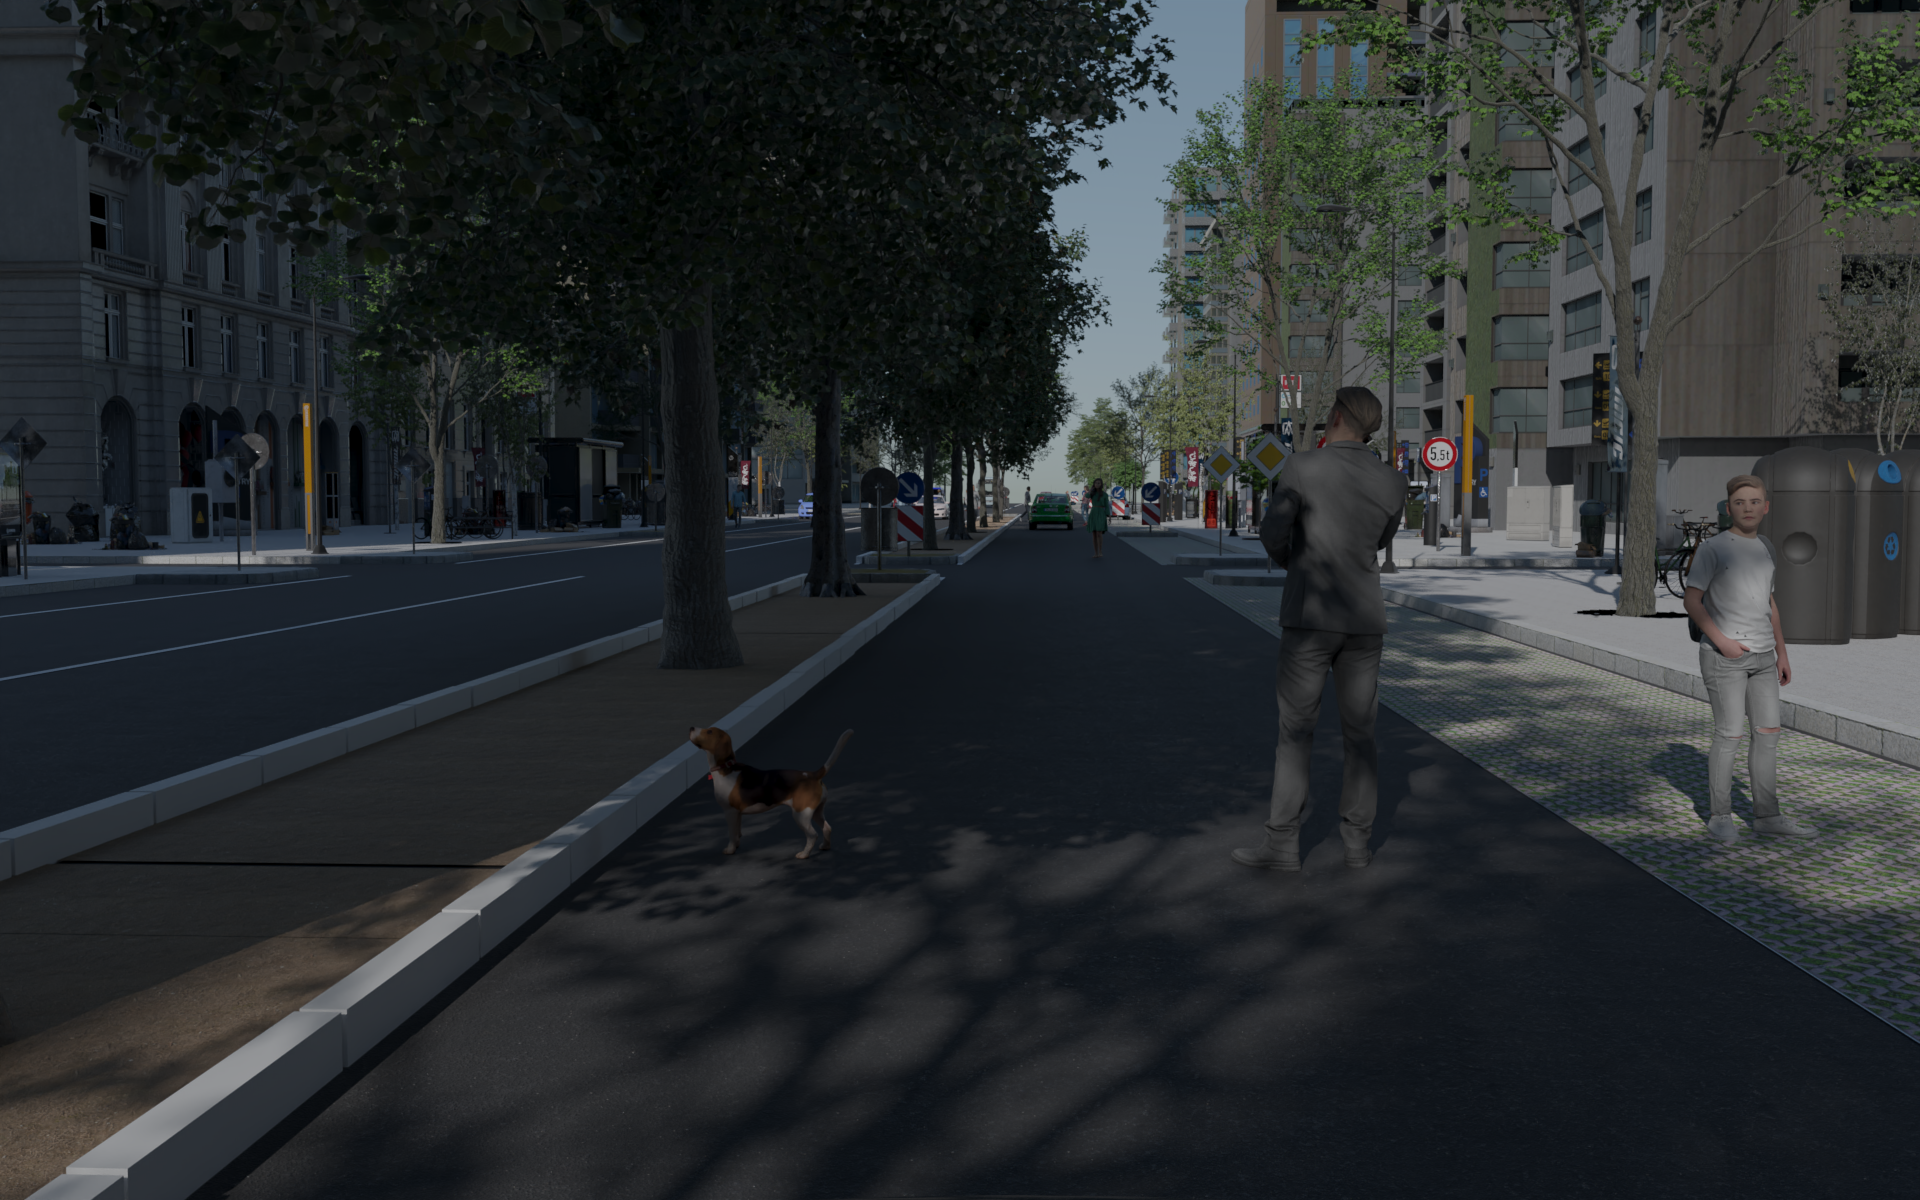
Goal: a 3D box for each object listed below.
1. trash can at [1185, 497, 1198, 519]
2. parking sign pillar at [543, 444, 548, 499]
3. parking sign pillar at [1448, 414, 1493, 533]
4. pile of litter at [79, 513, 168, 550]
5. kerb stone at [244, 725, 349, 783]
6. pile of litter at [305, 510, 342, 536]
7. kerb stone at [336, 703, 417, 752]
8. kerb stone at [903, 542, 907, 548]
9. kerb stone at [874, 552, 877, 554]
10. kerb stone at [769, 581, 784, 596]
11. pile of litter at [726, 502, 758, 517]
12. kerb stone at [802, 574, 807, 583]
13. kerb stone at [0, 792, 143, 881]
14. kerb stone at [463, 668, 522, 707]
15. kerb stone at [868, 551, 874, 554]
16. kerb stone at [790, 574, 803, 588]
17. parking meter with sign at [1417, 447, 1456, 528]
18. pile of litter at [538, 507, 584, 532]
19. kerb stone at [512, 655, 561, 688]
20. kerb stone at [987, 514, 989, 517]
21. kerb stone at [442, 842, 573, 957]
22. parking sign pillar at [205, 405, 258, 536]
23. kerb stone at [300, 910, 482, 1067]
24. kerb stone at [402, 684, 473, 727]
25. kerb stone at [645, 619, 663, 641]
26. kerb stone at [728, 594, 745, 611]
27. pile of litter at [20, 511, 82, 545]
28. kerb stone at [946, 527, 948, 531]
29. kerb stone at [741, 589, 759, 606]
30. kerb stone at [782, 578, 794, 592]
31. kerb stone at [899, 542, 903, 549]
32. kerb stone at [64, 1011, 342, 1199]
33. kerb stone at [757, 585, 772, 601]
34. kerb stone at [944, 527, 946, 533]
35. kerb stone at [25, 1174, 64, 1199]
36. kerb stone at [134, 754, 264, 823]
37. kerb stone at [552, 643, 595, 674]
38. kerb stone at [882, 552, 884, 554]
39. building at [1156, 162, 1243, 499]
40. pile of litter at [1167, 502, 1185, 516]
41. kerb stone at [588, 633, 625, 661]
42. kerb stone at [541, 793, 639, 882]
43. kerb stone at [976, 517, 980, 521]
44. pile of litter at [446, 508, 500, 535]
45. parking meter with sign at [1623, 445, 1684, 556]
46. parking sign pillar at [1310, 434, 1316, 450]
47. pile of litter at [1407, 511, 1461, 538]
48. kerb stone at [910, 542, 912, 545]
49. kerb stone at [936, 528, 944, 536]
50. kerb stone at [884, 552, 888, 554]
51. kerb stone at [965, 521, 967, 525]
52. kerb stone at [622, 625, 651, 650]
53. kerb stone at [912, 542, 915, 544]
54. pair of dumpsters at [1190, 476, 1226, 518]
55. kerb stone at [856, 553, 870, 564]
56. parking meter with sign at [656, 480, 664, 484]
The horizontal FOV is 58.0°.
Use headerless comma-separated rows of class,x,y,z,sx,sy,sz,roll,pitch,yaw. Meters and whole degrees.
trash can,12.076,-4.815,90.376,0.748,1.137,0.748,0,3,0
parking sign pillar,-21.204,-6.259,90.813,1.447,3.967,1.447,3,4,38
parking sign pillar,17.077,-4.243,57.839,1.447,3.967,1.447,-1,4,-22
pile of litter,-19.213,-1.597,40.073,1.719,0.858,1.176,2,4,24
kerb stone,-3.454,0.807,9.006,0.120,0.150,1.000,0,4,3
pile of litter,-19.966,-2.464,54.259,1.176,0.858,1.719,0,4,-1
kerb stone,-3.404,0.747,10.039,0.120,0.150,1.000,0,4,3
kerb stone,-1.521,-1.480,46.396,0.120,0.150,1.000,0,4,3
kerb stone,-1.951,-0.980,38.225,0.120,0.150,1.000,0,4,3
kerb stone,-2.654,-0.134,24.383,0.120,0.150,1.000,0,4,3
pile of litter,-12.216,-5.123,97.732,1.719,0.858,1.176,0,4,-1
kerb stone,-2.498,-0.319,27.449,0.120,0.150,1.000,0,4,3
kerb stone,-3.557,0.932,6.956,0.120,0.150,1.000,0,4,3
kerb stone,-3.287,0.620,12.081,0.120,0.150,1.000,0,4,3
kerb stone,-2.002,-0.918,37.205,0.120,0.150,1.000,0,4,3
kerb stone,-2.560,-0.259,26.429,0.120,0.150,1.000,0,4,3
parking meter with sign,18.045,-4.201,64.949,1.738,3.016,0.543,0,4,5
pile of litter,-13.325,-2.703,58.164,1.719,0.858,1.176,1,4,15
kerb stone,-3.240,0.556,13.104,0.120,0.150,1.000,0,4,3
kerb stone,1.740,-5.358,109.878,0.120,0.150,1.000,0,4,3
kerb stone,-1.513,1.000,5.846,0.120,0.150,1.000,0,4,3
parking sign pillar,-22.376,-3.955,53.137,1.447,3.967,1.447,3,5,44
kerb stone,-1.564,1.065,4.825,0.120,0.150,1.000,0,4,3
kerb stone,-3.350,0.681,11.061,0.120,0.150,1.000,0,4,3
kerb stone,-3.029,0.305,17.202,0.120,0.150,1.000,0,4,3
kerb stone,-2.831,0.057,21.309,0.120,0.150,1.000,0,4,3
pile of litter,-23.443,-1.855,44.291,1.719,0.858,1.176,0,4,3
kerb stone,-0.631,-2.542,63.800,0.120,0.150,1.000,0,4,3
kerb stone,-2.771,-0.006,22.336,0.120,0.150,1.000,0,4,3
kerb stone,-2.605,-0.192,25.406,0.120,0.150,1.000,0,4,3
kerb stone,-1.633,-1.355,44.353,0.120,0.150,1.000,0,4,3
kerb stone,-1.620,1.127,3.804,0.120,0.150,1.000,0,4,3
kerb stone,-2.708,-0.070,23.356,0.120,0.150,1.000,0,4,3
kerb stone,-0.687,-2.477,62.780,0.120,0.150,1.000,0,4,3
kerb stone,-1.662,1.190,2.774,0.120,0.150,1.000,0,4,3
kerb stone,-3.504,0.870,7.977,0.120,0.150,1.000,0,4,3
kerb stone,-3.189,0.493,14.134,0.120,0.150,1.000,0,4,3
kerb stone,-1.891,-1.040,39.246,0.120,0.150,1.000,0,4,3
building,41.224,-38.764,253.395,23.786,49.044,30.456,0,4,3
pile of litter,12.604,-5.444,102.974,1.176,0.858,1.719,-2,4,-32
kerb stone,-3.141,0.431,15.155,0.120,0.150,1.000,0,4,3
kerb stone,-1.462,0.938,6.867,0.120,0.150,1.000,0,4,3
kerb stone,1.113,-4.607,97.595,0.120,0.150,1.000,0,4,3
pile of litter,-15.440,-2.486,54.617,1.719,0.858,1.176,0,4,-4
parking meter with sign,14.304,-2.422,35.854,1.738,3.016,0.543,-2,4,-33
parking sign pillar,15.349,-5.465,77.832,1.447,3.967,1.447,1,4,21
pile of litter,14.100,-2.288,51.366,1.176,0.858,1.719,-2,4,-26
kerb stone,-1.470,-1.541,47.417,0.120,0.150,1.000,0,4,3
kerb stone,-0.737,-2.420,61.758,0.120,0.150,1.000,0,4,3
kerb stone,-1.839,-1.103,40.267,0.120,0.150,1.000,0,4,3
kerb stone,0.427,-3.798,84.289,0.120,0.150,1.000,0,4,3
kerb stone,-3.089,0.375,16.181,0.120,0.150,1.000,0,4,3
kerb stone,-1.423,-1.593,48.438,0.120,0.150,1.000,0,4,3
pair of dumpsters,13.352,-5.553,93.282,1.574,2.255,4.437,0,4,3
kerb stone,-2.055,-0.855,36.182,0.120,0.150,1.000,0,4,3
parking meter with sign,-16.058,-5.955,93.626,1.738,3.016,0.543,3,4,36
